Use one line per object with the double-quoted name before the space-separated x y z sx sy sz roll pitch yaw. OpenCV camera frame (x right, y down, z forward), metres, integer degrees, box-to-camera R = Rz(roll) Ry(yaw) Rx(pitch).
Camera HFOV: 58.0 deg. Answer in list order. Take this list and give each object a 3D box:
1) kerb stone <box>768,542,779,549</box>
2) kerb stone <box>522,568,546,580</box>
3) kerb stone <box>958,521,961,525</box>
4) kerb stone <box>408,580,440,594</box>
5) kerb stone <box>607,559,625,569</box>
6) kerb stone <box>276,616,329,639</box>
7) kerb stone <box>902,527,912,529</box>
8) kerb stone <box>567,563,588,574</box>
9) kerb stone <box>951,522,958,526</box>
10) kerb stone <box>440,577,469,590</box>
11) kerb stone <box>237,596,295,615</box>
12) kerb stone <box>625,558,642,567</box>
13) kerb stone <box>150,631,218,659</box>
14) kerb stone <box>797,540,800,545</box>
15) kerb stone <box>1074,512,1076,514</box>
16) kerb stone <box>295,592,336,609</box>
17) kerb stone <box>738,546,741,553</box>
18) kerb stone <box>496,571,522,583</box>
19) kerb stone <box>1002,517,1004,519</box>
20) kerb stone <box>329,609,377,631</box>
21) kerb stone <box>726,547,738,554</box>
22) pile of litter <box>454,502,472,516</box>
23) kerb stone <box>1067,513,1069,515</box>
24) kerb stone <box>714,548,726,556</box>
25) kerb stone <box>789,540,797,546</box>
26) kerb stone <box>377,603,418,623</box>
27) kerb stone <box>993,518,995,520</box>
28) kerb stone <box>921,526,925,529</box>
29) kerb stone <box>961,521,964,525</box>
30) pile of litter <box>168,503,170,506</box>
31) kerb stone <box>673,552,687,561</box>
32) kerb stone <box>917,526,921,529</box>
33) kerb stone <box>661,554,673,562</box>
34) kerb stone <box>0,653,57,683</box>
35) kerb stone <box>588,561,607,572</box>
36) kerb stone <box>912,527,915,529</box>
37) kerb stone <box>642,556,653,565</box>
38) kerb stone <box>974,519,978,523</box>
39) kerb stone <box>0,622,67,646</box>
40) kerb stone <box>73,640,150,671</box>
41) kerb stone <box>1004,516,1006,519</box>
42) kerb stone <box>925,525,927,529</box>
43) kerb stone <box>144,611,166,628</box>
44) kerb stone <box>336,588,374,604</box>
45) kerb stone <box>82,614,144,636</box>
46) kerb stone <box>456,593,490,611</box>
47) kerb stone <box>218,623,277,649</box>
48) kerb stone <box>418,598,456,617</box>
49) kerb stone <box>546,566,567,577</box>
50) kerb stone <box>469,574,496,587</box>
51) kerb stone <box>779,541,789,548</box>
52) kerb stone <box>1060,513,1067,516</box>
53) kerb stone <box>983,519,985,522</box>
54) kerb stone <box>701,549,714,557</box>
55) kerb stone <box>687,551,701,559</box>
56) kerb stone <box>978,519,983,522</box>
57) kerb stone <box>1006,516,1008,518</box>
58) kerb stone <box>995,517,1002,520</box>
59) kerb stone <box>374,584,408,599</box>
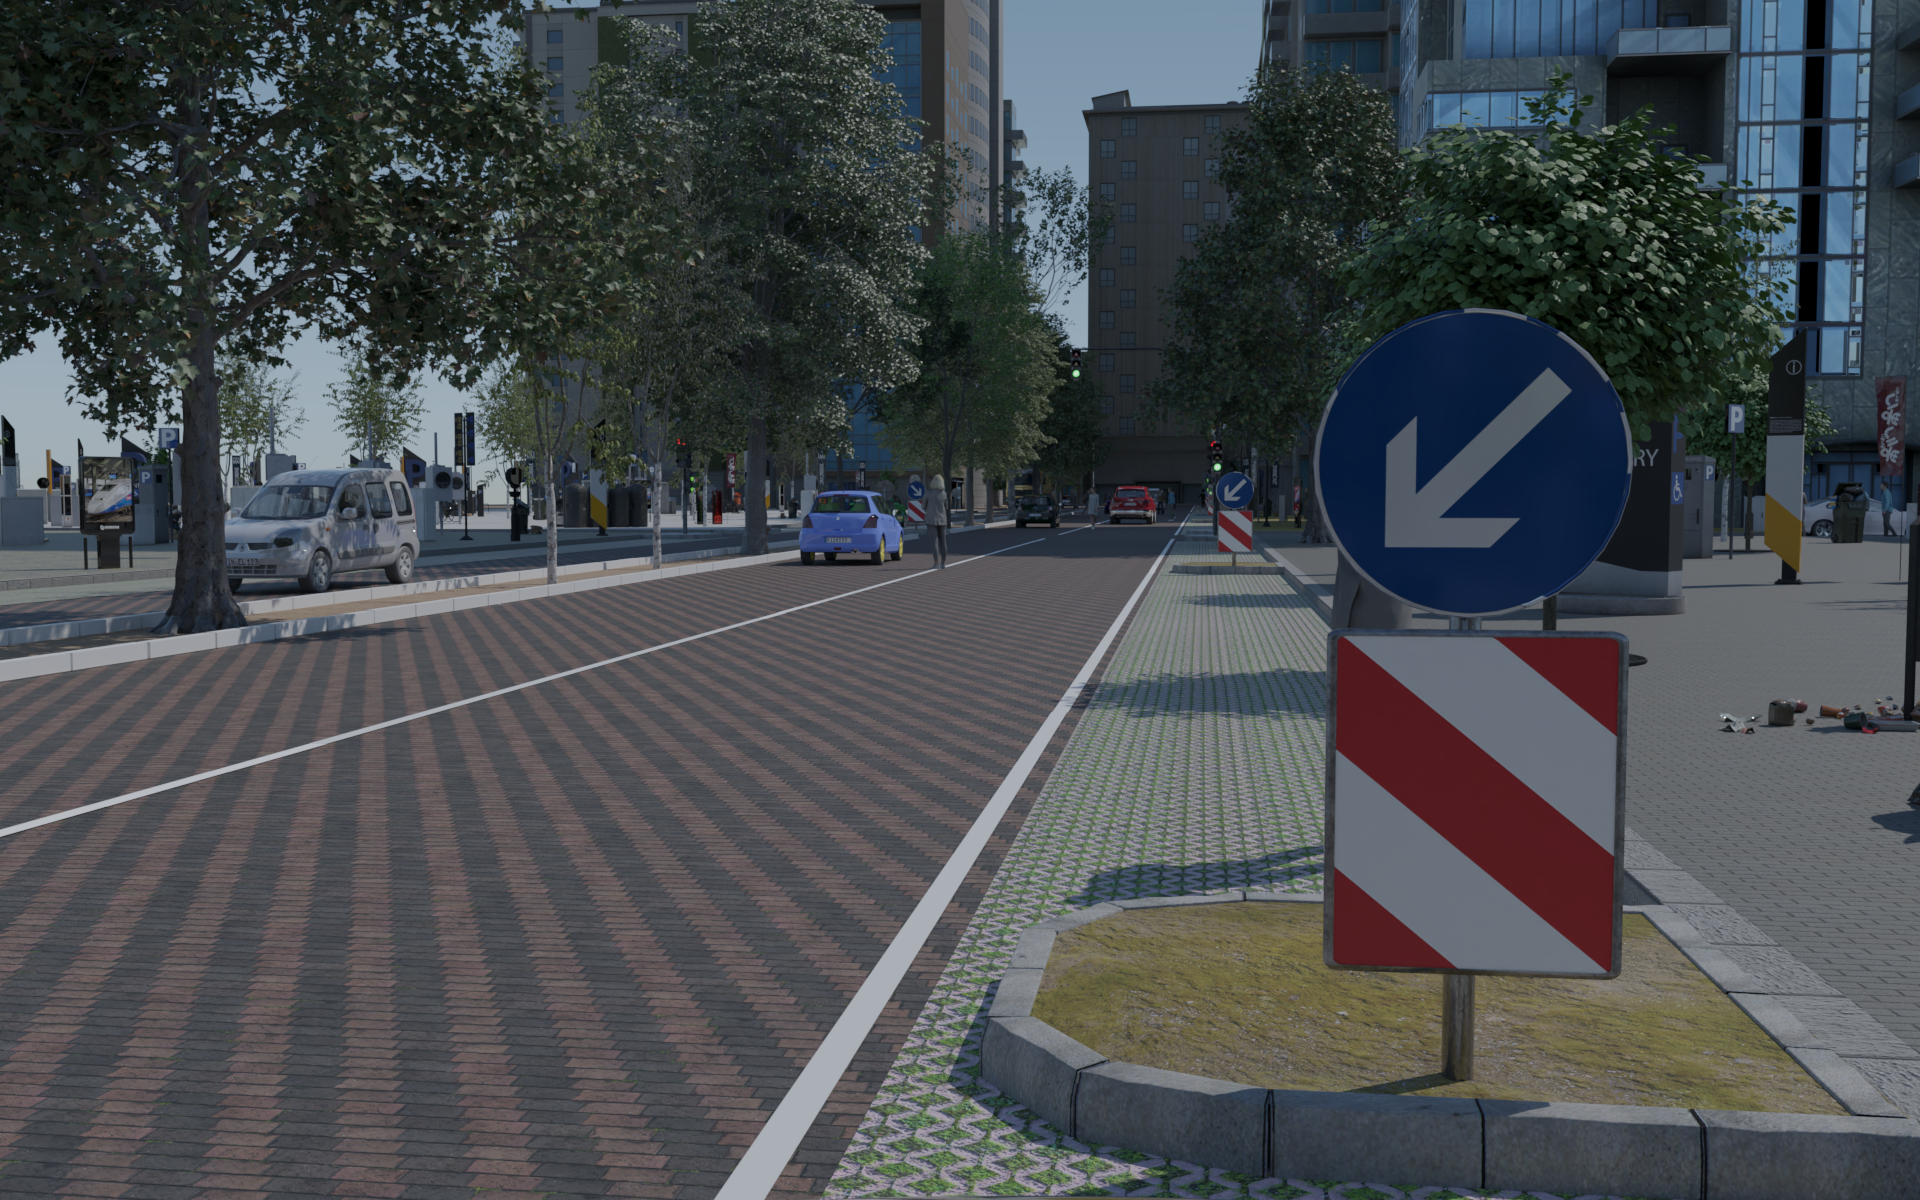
"kerb stone" -4.974 -1.413 45.297 0.120 0.150 1.000 0 4 8
"kerb stone" -7.239 -0.419 29.046 0.120 0.150 1.000 0 4 8
"kerb stone" -0.207 -3.493 79.303 0.120 0.150 1.000 0 4 8
"kerb stone" -7.815 -0.170 24.978 0.120 0.150 1.000 0 4 8
"kerb stone" -6.671 -0.665 33.116 0.120 0.150 1.000 0 4 8
"kerb stone" -6.732 0.283 17.571 0.120 0.150 1.000 0 4 8
"kerb stone" -2.052 -2.686 66.106 0.120 0.150 1.000 0 4 8
"kerb stone" -6.955 -0.543 31.070 0.120 0.150 1.000 0 4 8
"kerb stone" -0.351 -3.428 78.289 0.120 0.150 1.000 0 4 8
"kerb stone" -7.674 -0.232 25.990 0.120 0.150 1.000 0 4 8
"kerb stone" -8.380 0.079 20.927 0.120 0.150 1.000 0 4 8
"kerb stone" -6.537 -0.730 34.137 0.120 0.150 1.000 0 4 8
"kerb stone" -7.016 0.410 15.530 0.120 0.150 1.000 0 4 8
"kerb stone" -4.542 -1.598 48.344 0.120 0.150 1.000 0 4 8
"kerb stone" 7.840 -6.079 121.596 0.120 0.150 1.000 0 4 8
"kerb stone" -8.239 0.016 21.939 0.120 0.150 1.000 0 4 8
"kerb stone" -5.391 -1.219 42.252 0.120 0.150 1.000 0 4 8
"kerb stone" -7.389 -0.357 28.028 0.120 0.150 1.000 0 4 8
"kerb stone" 2.199 -4.547 96.546 0.120 0.150 1.000 0 4 8
"kerb stone" -6.584 0.227 18.591 0.120 0.150 1.000 0 4 8
"kerb stone" -5.541 -1.164 41.240 0.120 0.150 1.000 0 4 8
"pile of litter" -28.718 -5.252 99.838 1.176 0.858 1.719 -1 4 -20
"kerb stone" 6.977 -5.707 115.505 0.120 0.150 1.000 0 4 8
"kerb stone" -5.679 -1.103 40.228 0.120 0.150 1.000 0 4 8
"kerb stone" -4.686 -1.537 47.328 0.120 0.150 1.000 0 4 8
"kerb stone" -6.448 0.158 19.608 0.120 0.150 1.000 0 4 8
"kerb stone" 1.636 -4.297 92.476 0.120 0.150 1.000 0 4 8
"kerb stone" -1.625 -2.873 69.172 0.120 0.150 1.000 0 4 8
"kerb stone" -0.061 -3.546 80.317 0.120 0.150 1.000 0 4 8
"pile of litter" -43.678 -4.968 95.189 1.719 0.858 1.176 -1 4 -15
"kerb stone" -6.113 -0.917 37.181 0.120 0.150 1.000 0 4 8
"kerb stone" -1.771 -2.808 68.158 0.120 0.150 1.000 0 4 8
"kerb stone" -6.248 -0.853 36.165 0.120 0.150 1.000 0 4 8
"kerb stone" -7.304 0.533 13.485 0.120 0.150 1.000 0 4 8
"kerb stone" -6.822 -0.605 32.086 0.120 0.150 1.000 0 4 8
"kerb stone" -1.913 -2.747 67.135 0.120 0.150 1.000 0 4 8
"kerb stone" -6.393 -0.787 35.153 0.120 0.150 1.000 0 4 8
"kerb stone" 0.643 -3.861 85.386 0.120 0.150 1.000 0 4 8
"kerb stone" -8.951 0.327 16.853 0.120 0.150 1.000 0 4 8
"kerb stone" -7.160 0.471 14.497 0.120 0.150 1.000 0 4 8
"kerb stone" 2.349 -4.607 97.571 0.120 0.150 1.000 0 4 8
"kerb stone" -1.486 -2.932 70.187 0.120 0.150 1.000 0 4 8
"kerb stone" -8.667 0.202 18.886 0.120 0.150 1.000 0 4 8
"kerb stone" -8.099 -0.046 22.951 0.120 0.150 1.000 0 4 8
"kerb stone" -8.807 0.268 17.867 0.120 0.150 1.000 0 4 8
"kerb stone" -6.159 0.034 21.633 0.120 0.150 1.000 0 4 8
"kerb stone" -6.870 0.346 16.546 0.120 0.150 1.000 0 4 8
"kerb stone" -6.304 0.098 20.622 0.120 0.150 1.000 0 4 8
"kerb stone" -7.100 -0.481 30.058 0.120 0.150 1.000 0 4 8
"kerb stone" -7.533 -0.294 27.002 0.120 0.150 1.000 0 4 8
"kerb stone" -4.826 -1.475 46.310 0.120 0.150 1.000 0 4 8
"kerb stone" 6.837 -5.645 114.493 0.120 0.150 1.000 0 4 8
"kerb stone" 1.066 -4.051 88.424 0.120 0.150 1.000 0 4 8
"kerb stone" -5.821 -1.041 39.213 0.120 0.150 1.000 0 4 8
"kerb stone" -5.966 -0.976 38.199 0.120 0.150 1.000 0 4 8
"kerb stone" 0.926 -3.987 87.411 0.120 0.150 1.000 0 4 8
"kerb stone" 2.486 -4.673 98.593 0.120 0.150 1.000 0 4 8
"kerb stone" 2.069 -4.485 95.532 0.120 0.150 1.000 0 4 8
"kerb stone" -7.954 -0.106 23.963 0.120 0.150 1.000 0 4 8
